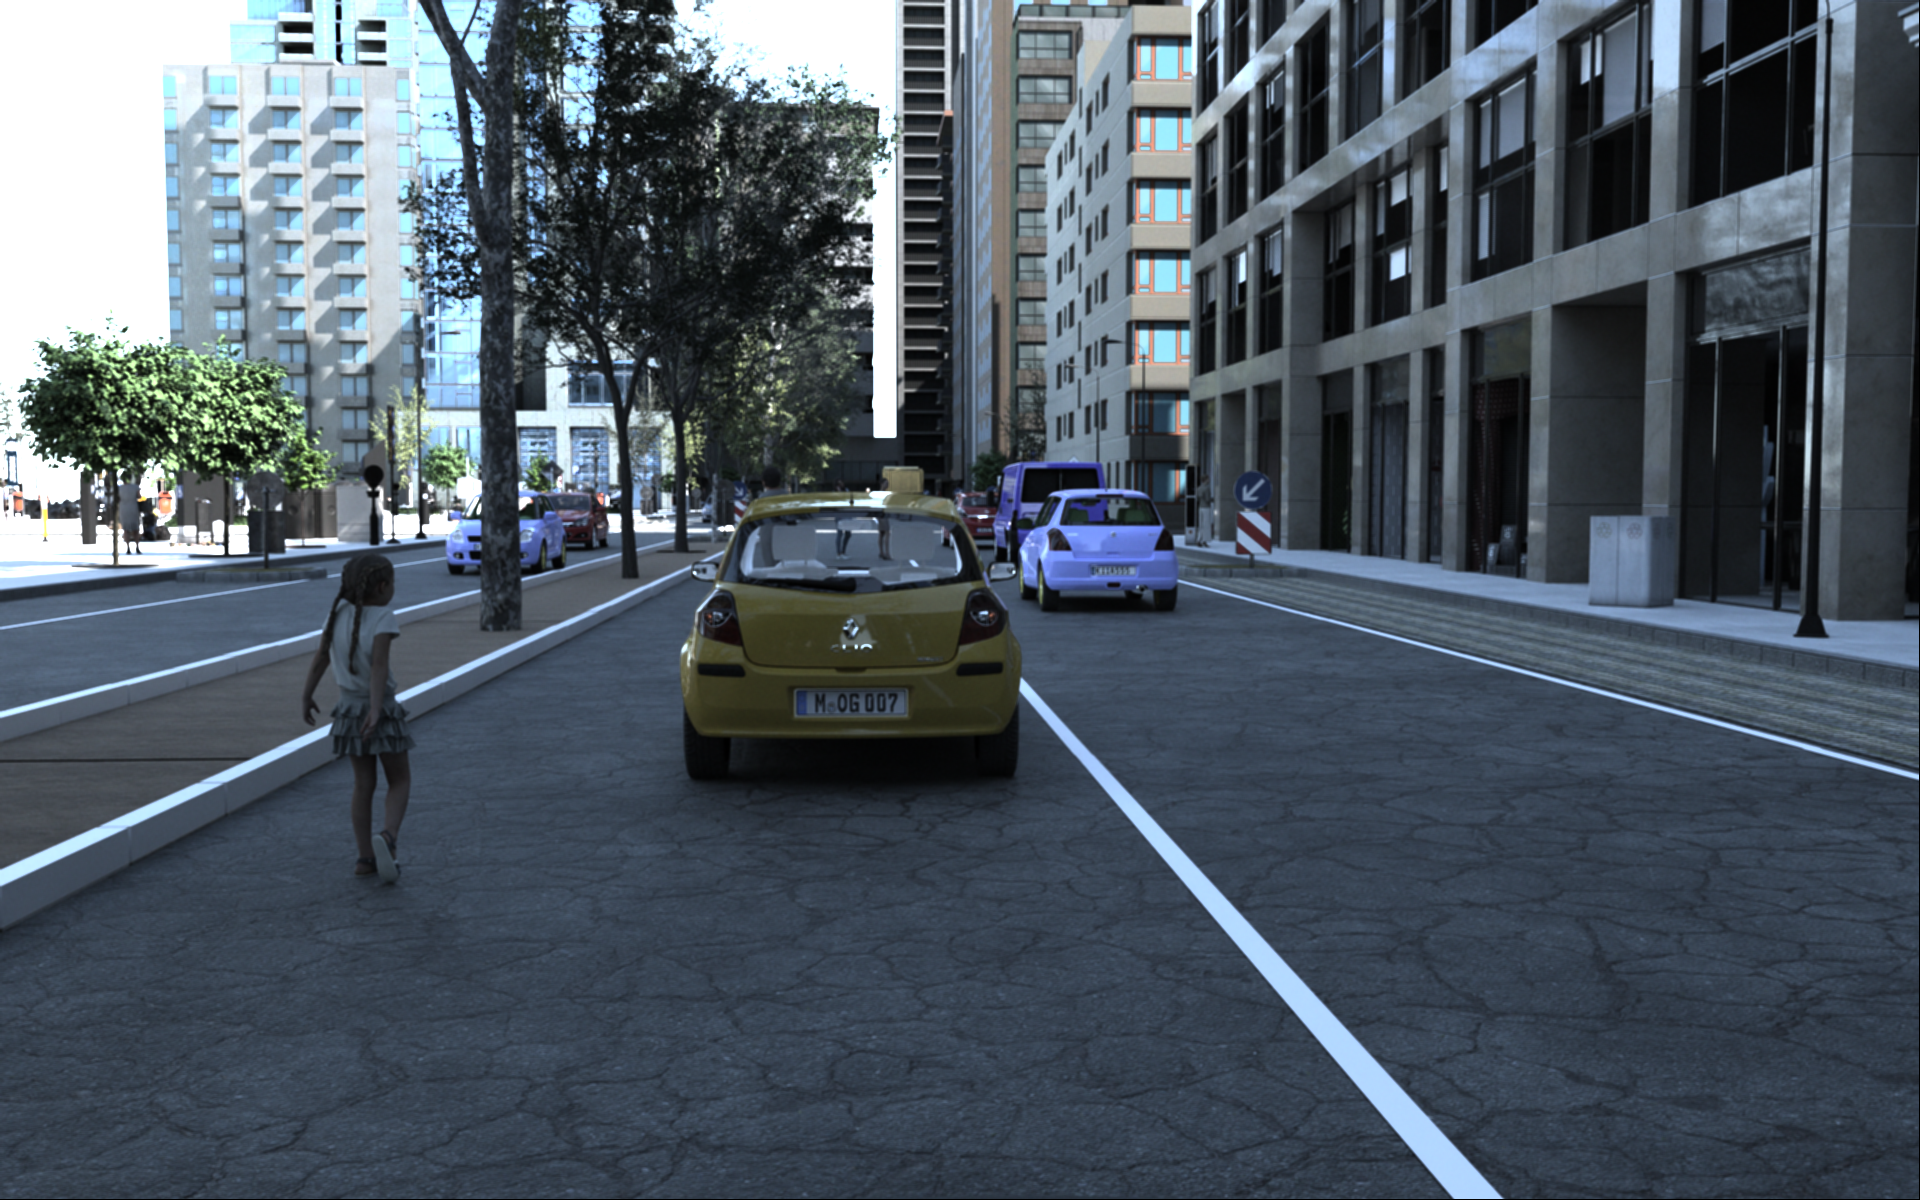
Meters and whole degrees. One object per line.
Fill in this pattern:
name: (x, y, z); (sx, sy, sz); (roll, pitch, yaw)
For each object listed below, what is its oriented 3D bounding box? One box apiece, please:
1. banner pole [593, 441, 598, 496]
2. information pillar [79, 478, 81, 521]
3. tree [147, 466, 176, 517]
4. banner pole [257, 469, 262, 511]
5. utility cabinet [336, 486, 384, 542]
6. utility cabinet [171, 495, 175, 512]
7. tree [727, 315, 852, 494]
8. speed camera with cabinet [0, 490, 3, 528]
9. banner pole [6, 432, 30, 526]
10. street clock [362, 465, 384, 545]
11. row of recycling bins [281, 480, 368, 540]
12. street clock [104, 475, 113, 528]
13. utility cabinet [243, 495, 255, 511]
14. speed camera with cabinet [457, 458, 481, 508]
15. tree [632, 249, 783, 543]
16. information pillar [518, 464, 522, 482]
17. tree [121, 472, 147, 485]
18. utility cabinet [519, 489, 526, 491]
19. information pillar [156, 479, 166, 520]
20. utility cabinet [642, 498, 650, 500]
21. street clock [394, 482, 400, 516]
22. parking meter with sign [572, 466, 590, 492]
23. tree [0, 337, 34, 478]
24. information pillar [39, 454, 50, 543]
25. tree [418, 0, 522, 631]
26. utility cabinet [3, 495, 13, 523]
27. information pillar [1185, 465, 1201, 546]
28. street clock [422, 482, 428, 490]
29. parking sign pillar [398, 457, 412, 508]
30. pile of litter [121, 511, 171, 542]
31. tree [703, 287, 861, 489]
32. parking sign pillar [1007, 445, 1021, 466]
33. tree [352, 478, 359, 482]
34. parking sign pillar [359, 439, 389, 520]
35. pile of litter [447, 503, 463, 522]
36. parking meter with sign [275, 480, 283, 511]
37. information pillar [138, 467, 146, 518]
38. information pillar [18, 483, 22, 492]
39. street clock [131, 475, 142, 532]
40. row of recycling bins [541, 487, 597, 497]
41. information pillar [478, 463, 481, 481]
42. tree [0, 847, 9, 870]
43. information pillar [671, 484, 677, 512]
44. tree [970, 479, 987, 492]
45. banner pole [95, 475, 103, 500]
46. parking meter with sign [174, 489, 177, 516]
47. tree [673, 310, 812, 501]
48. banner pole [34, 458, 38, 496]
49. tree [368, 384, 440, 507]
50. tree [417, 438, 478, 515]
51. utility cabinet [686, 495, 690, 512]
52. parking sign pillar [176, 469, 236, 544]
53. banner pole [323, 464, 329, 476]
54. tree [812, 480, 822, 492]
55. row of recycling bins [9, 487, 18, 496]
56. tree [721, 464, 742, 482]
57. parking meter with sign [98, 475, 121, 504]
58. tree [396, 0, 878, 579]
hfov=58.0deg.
banner pole: (-17.142, -5.603, 81.625); (0.401, 3.779, 0.863); (0, 4, 1)
information pillar: (-41.067, -4.688, 81.144); (0.304, 2.012, 0.304); (-3, 4, -39)
tree: (-44.671, -6.298, 97.568); (1.663, 3.219, 1.824); (0, 3, 0)
banner pole: (-29.543, -5.098, 73.364); (0.401, 3.779, 0.863); (2, 4, 24)
utility cabinet: (-15.913, -2.280, 45.963); (1.173, 1.500, 0.318); (1, 4, 10)
utility cabinet: (-56.457, -6.891, 123.837); (0.306, 1.237, 1.020); (1, 4, 21)
tree: (-10.408, -11.200, 103.696); (7.486, 12.596, 7.792); (0, 3, 0)
speed camera with cabinet: (-36.887, -4.293, 64.525); (0.660, 3.252, 2.038); (3, 5, 39)
banner pole: (-37.804, -4.856, 69.411); (0.401, 3.779, 0.863); (2, 4, 30)
street clock: (-14.685, -2.374, 43.378); (0.471, 2.002, 0.358); (-2, 4, -30)
row of recycling bins: (-18.271, -2.649, 50.427); (1.069, 1.692, 3.534); (1, 4, 21)
street clock: (-31.980, -3.700, 65.073); (0.358, 2.002, 0.471); (-1, 4, -16)
utility cabinet: (-52.675, -7.296, 127.963); (1.173, 1.500, 0.318); (1, 4, 18)
speed camera with cabinet: (-26.763, -6.130, 94.559); (0.660, 3.252, 2.038); (0, 4, 8)
tree: (-7.132, -5.948, 50.074); (4.360, 8.622, 3.978); (0, 3, 0)
information pillar: (-33.761, -8.647, 132.735); (0.504, 3.616, 0.183); (3, 5, 45)
tree: (-51.060, -9.628, 107.778); (4.360, 8.622, 3.978); (0, 3, 0)
utility cabinet: (-20.772, -4.454, 81.496); (1.173, 1.500, 0.318); (-3, 5, -44)
information pillar: (-40.191, -5.054, 87.118); (0.304, 2.012, 0.304); (0, 4, 1)
utility cabinet: (-21.426, -6.537, 118.042); (0.306, 1.237, 1.020); (0, 4, 5)
street clock: (-32.841, -5.889, 100.853); (0.471, 2.002, 0.358); (0, 4, -2)
parking meter with sign: (-23.113, -6.746, 106.560); (0.543, 3.016, 1.738); (2, 4, 23)
tree: (-45.182, -8.027, 81.598); (4.360, 8.622, 3.978); (0, 3, 0)
information pillar: (-24.331, -3.339, 45.946); (0.183, 3.616, 0.504); (-2, 4, -33)
tree: (-6.082, -9.786, 18.350); (12.611, 20.169, 13.585); (0, 3, 0)
utility cabinet: (-42.406, -3.993, 76.449); (1.020, 1.237, 0.306); (-3, 5, -40)
information pillar: (5.820, -2.370, 43.244); (0.304, 2.012, 0.304); (2, 4, 30)
street clock: (-31.835, -6.015, 102.913); (0.471, 2.002, 0.358); (2, 4, 33)
parking sign pillar: (-38.369, -8.031, 119.785); (1.447, 3.967, 1.447); (-3, 5, -40)
pile of litter: (-22.226, -2.025, 47.066); (1.176, 0.858, 1.719); (3, 5, 41)
tree: (-9.879, -11.364, 94.914); (9.857, 13.997, 8.962); (0, 3, 0)
parking sign pillar: (2.992, -6.610, 96.551); (1.447, 3.967, 1.447); (-1, 4, -14)
tree: (-38.037, -7.106, 110.784); (1.663, 3.219, 1.824); (0, 3, 0)
parking sign pillar: (-28.741, -5.889, 84.749); (1.447, 3.967, 1.447); (2, 4, 31)
pile of litter: (-23.179, -4.080, 80.668); (1.719, 0.858, 1.176); (-3, 5, -44)
parking meter with sign: (-32.442, -5.302, 82.945); (1.738, 3.016, 0.543); (-1, 4, -19)
information pillar: (-44.848, -6.325, 94.766); (0.183, 3.616, 0.504); (2, 4, 34)
information pillar: (-60.860, -6.590, 112.239); (0.304, 2.012, 0.304); (-2, 4, -33)
street clock: (-27.768, -3.289, 58.339); (0.471, 2.002, 0.358); (2, 4, 35)
row of recycling bins: (-22.246, -5.526, 97.458); (3.534, 1.692, 1.069); (-1, 4, -13)
information pillar: (-36.566, -8.620, 132.298); (0.183, 3.616, 0.504); (3, 5, 41)
tree: (-4.159, -5.686, 5.797); (12.009, 13.543, 11.850); (0, 3, 0)
information pillar: (-20.335, -7.258, 123.153); (0.304, 2.012, 0.304); (-2, 4, -24)
tree: (1.687, -7.722, 120.859); (1.663, 3.219, 1.824); (0, 3, 0)
banner pole: (-63.181, -8.375, 126.954); (0.863, 3.779, 0.401); (-1, 4, -21)
parking meter with sign: (-46.000, -6.481, 102.232); (0.543, 3.016, 1.738); (0, 4, -1)
tree: (-7.670, -6.663, 61.755); (4.737, 8.622, 4.395); (0, 3, 0)
banner pole: (-55.930, -7.026, 104.893); (0.401, 3.779, 0.863); (-1, 4, -17)
tree: (-36.419, -9.998, 113.830); (4.737, 8.622, 4.395); (0, 3, 0)
tree: (-29.599, -7.117, 100.069); (4.285, 4.588, 4.351); (0, 3, 0)
utility cabinet: (-19.588, -6.929, 124.458); (0.306, 1.237, 1.020); (0, 4, -2)
parking sign pillar: (-19.597, -3.452, 44.906); (1.447, 3.967, 1.447); (3, 5, 42)
banner pole: (-46.426, -8.370, 126.859); (0.863, 3.779, 0.401); (1, 4, 17)
tree: (-11.179, -10.213, 119.801); (4.737, 8.622, 4.395); (0, 3, 0)
row of recycling bins: (-58.743, -6.088, 106.652); (1.069, 1.692, 3.534); (-3, 5, -40)
tree: (-24.388, -12.151, 182.378); (4.285, 4.588, 4.351); (0, 3, 0)
parking meter with sign: (-35.708, -4.688, 72.914); (1.738, 3.016, 0.543); (2, 4, 28)
tree: (-5.576, -5.655, 29.328); (8.767, 10.594, 7.601); (0, 4, -4)
